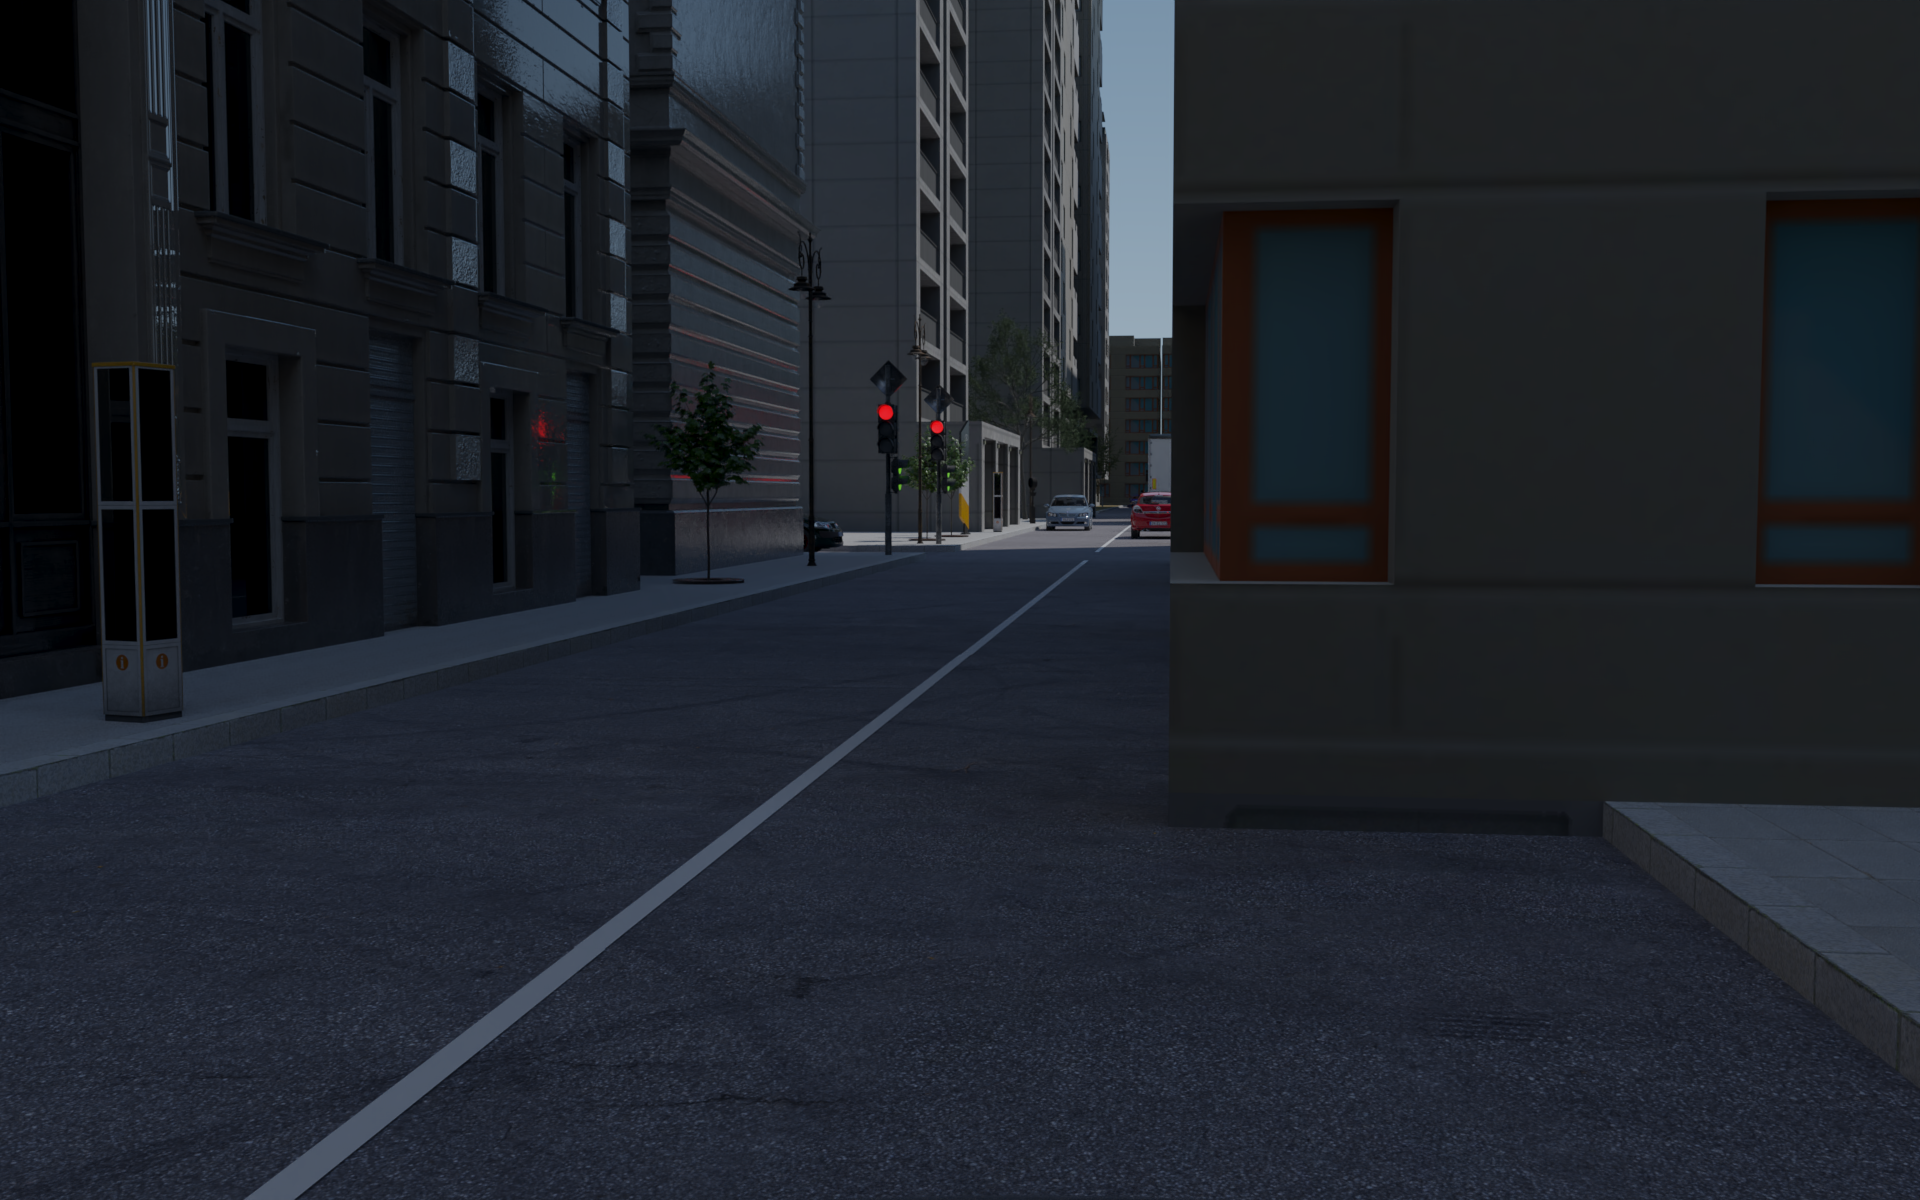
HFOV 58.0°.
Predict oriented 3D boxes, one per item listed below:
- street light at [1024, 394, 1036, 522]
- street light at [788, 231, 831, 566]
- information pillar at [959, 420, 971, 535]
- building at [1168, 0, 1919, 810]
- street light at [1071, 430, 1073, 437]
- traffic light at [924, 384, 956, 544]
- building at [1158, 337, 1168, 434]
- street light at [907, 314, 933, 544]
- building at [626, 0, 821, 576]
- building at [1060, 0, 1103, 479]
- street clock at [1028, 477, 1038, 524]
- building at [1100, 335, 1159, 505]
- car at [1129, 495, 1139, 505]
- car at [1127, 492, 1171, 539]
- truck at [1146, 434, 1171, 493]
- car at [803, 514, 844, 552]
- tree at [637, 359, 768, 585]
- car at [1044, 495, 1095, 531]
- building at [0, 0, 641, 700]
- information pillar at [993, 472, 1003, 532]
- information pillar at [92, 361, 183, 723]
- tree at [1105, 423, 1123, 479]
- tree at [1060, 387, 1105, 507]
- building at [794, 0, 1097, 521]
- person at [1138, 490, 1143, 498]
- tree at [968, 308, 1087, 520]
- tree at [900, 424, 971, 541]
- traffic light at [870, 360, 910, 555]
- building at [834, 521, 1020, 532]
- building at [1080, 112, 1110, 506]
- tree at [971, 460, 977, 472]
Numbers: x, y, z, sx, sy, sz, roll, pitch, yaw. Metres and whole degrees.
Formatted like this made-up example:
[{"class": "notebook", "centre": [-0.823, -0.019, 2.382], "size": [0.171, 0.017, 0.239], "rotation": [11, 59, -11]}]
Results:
[{"class": "street light", "centre": [3.224, -6.490, 78.897], "size": [0.468, 5.910, 1.993], "rotation": [0, 4, 7]}, {"class": "street light", "centre": [-2.645, -3.544, 30.740], "size": [0.468, 5.910, 1.993], "rotation": [0, 4, 7]}, {"class": "information pillar", "centre": [0.134, -3.876, 54.724], "size": [0.183, 3.616, 0.504], "rotation": [2, 4, 31]}, {"class": "building", "centre": [16.363, -10.667, 19.443], "size": [27.650, 21.520, 28.899], "rotation": [0, 4, 7]}, {"class": "street light", "centre": [7.369, -8.576, 113.009], "size": [0.468, 5.910, 1.993], "rotation": [0, 4, 7]}, {"class": "traffic light", "centre": [-0.527, -3.386, 44.289], "size": [0.839, 4.253, 0.868], "rotation": [0, 4, 7]}, {"class": "building", "centre": [39.410, -22.515, 213.160], "size": [28.899, 21.520, 27.650], "rotation": [0, 4, 7]}, {"class": "street light", "centre": [-1.031, -4.392, 44.596], "size": [0.468, 5.910, 1.993], "rotation": [0, 4, 7]}, {"class": "building", "centre": [-13.058, -12.442, 32.297], "size": [19.941, 23.489, 11.050], "rotation": [0, 4, 7]}, {"class": "building", "centre": [-0.708, -34.955, 160.754], "size": [28.713, 52.752, 27.495], "rotation": [0, 4, 7]}, {"class": "street clock", "centre": [3.154, -4.312, 75.070], "size": [0.358, 2.002, 0.471], "rotation": [-2, 4, -26]}, {"class": "building", "centre": [10.592, -22.764, 217.227], "size": [28.899, 21.520, 27.650], "rotation": [0, 4, 7]}, {"class": "car", "centre": [19.536, -10.864, 190.210], "size": [1.945, 1.354, 3.894], "rotation": [0, 4, 6]}, {"class": "car", "centre": [6.548, -2.925, 56.861], "size": [2.155, 1.783, 4.494], "rotation": [0, 4, 7]}, {"class": "truck", "centre": [10.675, -5.976, 86.614], "size": [2.839, 4.237, 11.283], "rotation": [0, 4, 7]}, {"class": "car", "centre": [-4.898, -1.938, 41.473], "size": [4.222, 1.686, 2.009], "rotation": [0, 4, 7]}, {"class": "tree", "centre": [-3.507, -1.853, 24.894], "size": [1.663, 3.219, 1.824], "rotation": [0, 3, 0]}, {"class": "car", "centre": [4.380, -3.494, 69.126], "size": [2.014, 1.417, 4.499], "rotation": [0, 4, 6]}, {"class": "building", "centre": [-11.333, -13.073, 11.007], "size": [12.463, 27.353, 25.104], "rotation": [0, 4, 7]}, {"class": "information pillar", "centre": [1.277, -3.295, 58.367], "size": [0.304, 2.012, 0.304], "rotation": [0, 4, 6]}, {"class": "information pillar", "centre": [-4.653, -0.326, 9.815], "size": [0.304, 2.012, 0.304], "rotation": [1, 4, 20]}, {"class": "tree", "centre": [14.609, -13.868, 177.111], "size": [4.737, 8.622, 4.395], "rotation": [0, 3, 0]}, {"class": "tree", "centre": [7.191, -10.151, 116.327], "size": [4.737, 8.622, 4.395], "rotation": [0, 3, 0]}, {"class": "building", "centre": [-2.363, -40.502, 100.465], "size": [20.563, 71.187, 20.611], "rotation": [0, 4, 7]}, {"class": "person", "centre": [18.691, -10.366, 177.612], "size": [0.705, 1.869, 1.348], "rotation": [-3, 5, -45]}, {"class": "tree", "centre": [2.951, -9.339, 87.112], "size": [7.601, 10.594, 8.767], "rotation": [1, 4, 11]}, {"class": "tree", "centre": [-0.784, -3.246, 47.677], "size": [1.663, 3.219, 1.824], "rotation": [0, 3, 0]}, {"class": "traffic light", "centre": [-1.491, -2.902, 36.362], "size": [0.839, 4.253, 0.868], "rotation": [0, 4, 7]}, {"class": "building", "centre": [-8.147, -38.495, 67.638], "size": [20.563, 71.187, 20.611], "rotation": [0, 4, 7]}, {"class": "building", "centre": [9.142, -30.856, 188.090], "size": [14.086, 41.232, 14.154], "rotation": [0, 4, 7]}, {"class": "tree", "centre": [-0.391, -3.492, 51.689], "size": [1.663, 3.219, 1.824], "rotation": [0, 3, 0]}]
